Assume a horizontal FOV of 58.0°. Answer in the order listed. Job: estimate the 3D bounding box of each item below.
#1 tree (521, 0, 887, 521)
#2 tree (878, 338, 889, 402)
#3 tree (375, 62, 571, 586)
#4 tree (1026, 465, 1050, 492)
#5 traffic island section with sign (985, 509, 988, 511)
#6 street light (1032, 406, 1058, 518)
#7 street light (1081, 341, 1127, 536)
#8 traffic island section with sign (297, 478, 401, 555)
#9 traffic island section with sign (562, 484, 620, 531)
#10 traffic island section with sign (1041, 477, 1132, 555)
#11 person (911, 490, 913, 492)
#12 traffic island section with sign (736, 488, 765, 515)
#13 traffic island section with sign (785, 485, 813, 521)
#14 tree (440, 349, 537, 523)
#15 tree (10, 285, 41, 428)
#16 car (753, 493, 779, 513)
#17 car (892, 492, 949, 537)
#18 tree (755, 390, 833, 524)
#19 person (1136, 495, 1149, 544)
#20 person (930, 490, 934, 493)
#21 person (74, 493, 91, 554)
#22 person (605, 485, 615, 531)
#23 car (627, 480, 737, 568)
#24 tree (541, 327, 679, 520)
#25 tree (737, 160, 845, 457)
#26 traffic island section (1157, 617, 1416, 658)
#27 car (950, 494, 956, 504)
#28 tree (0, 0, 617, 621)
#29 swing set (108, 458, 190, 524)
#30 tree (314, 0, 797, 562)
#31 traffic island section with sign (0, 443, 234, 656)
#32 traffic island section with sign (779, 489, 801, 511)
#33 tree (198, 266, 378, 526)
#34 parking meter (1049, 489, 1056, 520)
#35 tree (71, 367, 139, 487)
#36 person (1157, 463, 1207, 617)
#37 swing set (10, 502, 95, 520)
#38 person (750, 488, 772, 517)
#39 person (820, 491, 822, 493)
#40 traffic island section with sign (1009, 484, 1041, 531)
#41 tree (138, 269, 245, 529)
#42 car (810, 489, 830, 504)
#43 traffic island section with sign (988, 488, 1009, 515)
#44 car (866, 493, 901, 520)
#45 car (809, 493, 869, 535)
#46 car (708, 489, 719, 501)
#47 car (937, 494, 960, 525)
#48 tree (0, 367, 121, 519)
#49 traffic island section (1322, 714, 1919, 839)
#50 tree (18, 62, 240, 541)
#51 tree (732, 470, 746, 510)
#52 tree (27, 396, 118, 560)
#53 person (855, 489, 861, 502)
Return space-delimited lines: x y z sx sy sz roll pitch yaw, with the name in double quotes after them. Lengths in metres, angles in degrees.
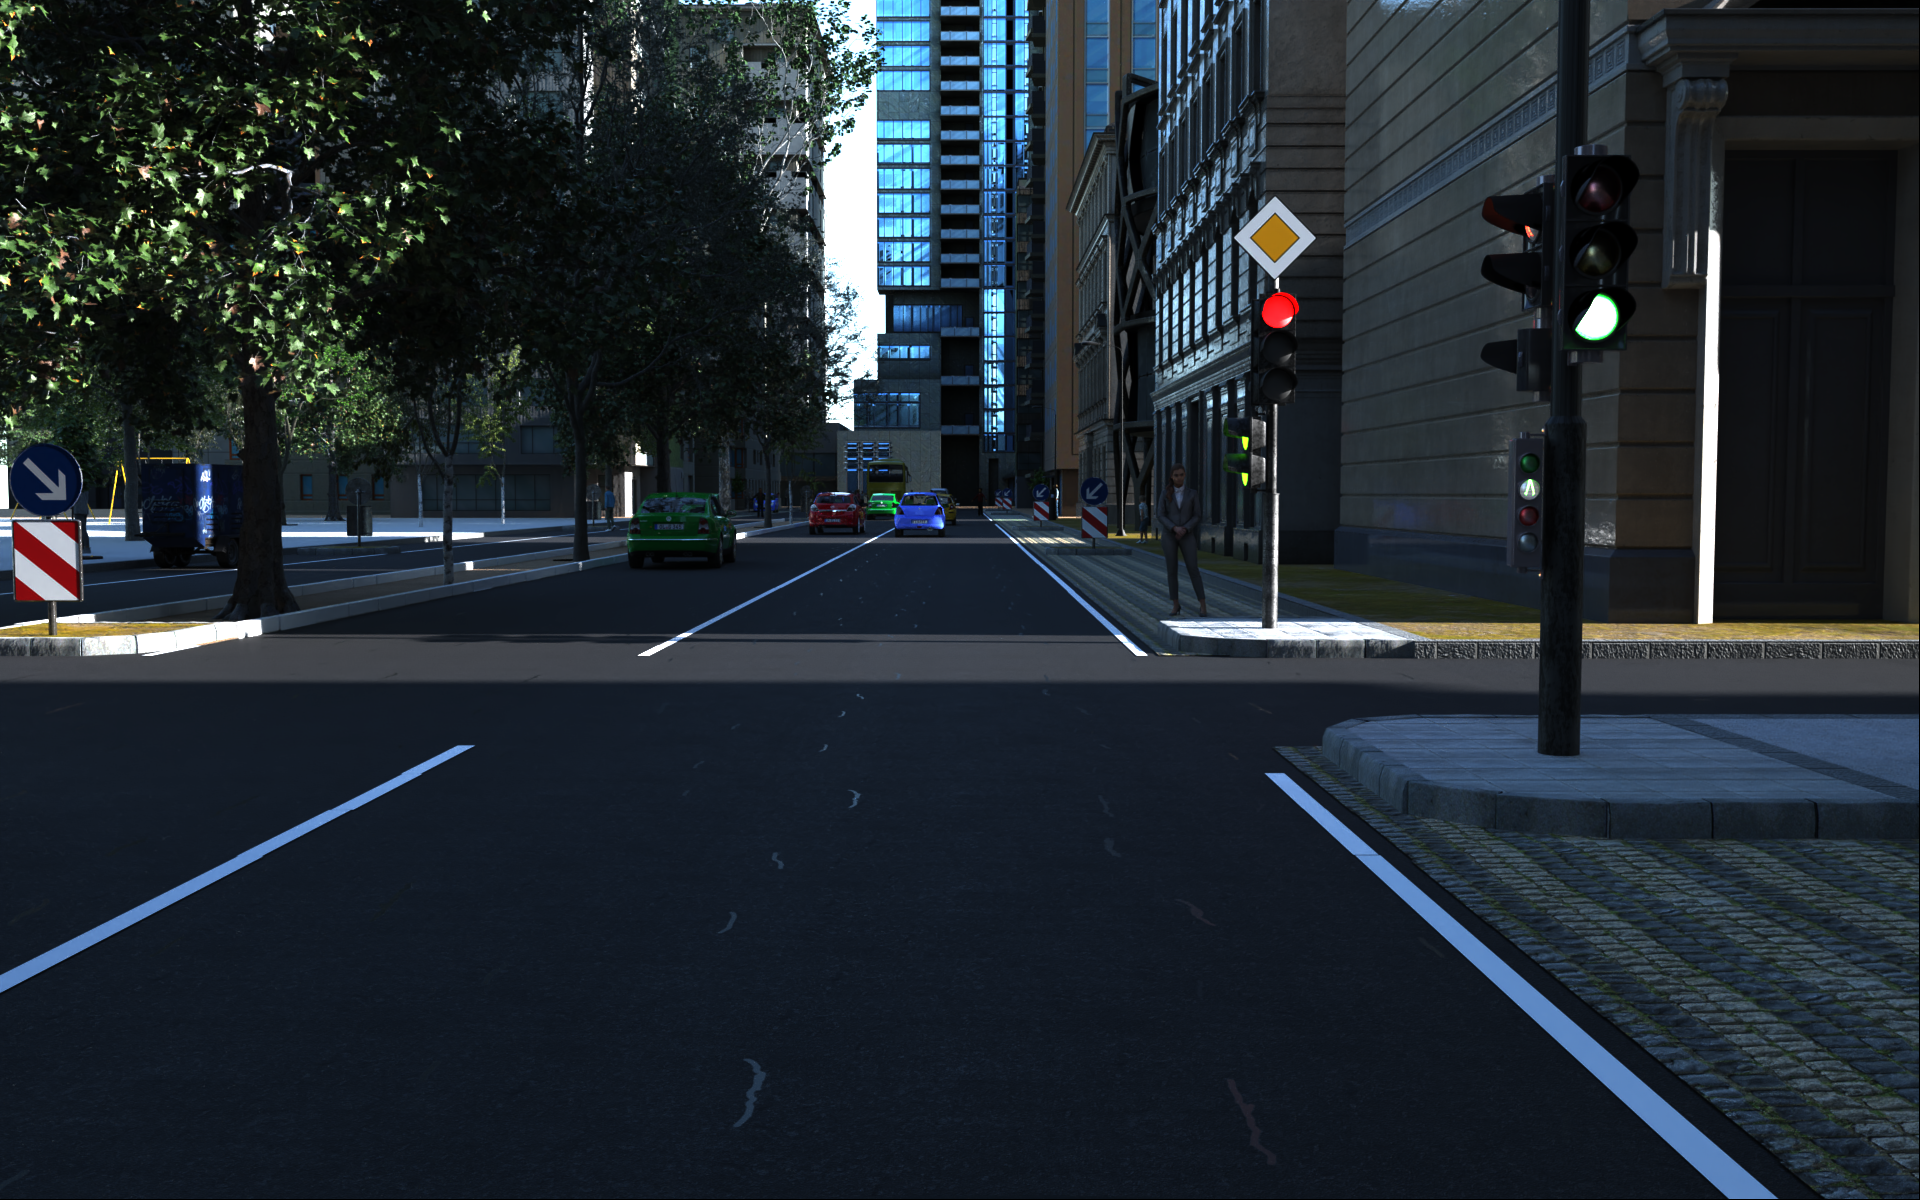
-9.178 -12.267 58.915 12.611 20.169 13.585 0 3 0 "tree"
-8.046 -9.758 72.367 12.009 13.543 11.850 0 3 0 "tree"
-7.965 -4.531 26.906 4.360 8.622 3.978 0 3 0 "tree"
5.124 -7.226 112.745 1.663 3.219 1.824 0 3 0 "tree"
3.129 -8.371 145.486 1.989 1.847 2.006 0 3 0 "traffic island section with sign"
4.491 -7.267 91.356 1.470 5.913 1.316 0 3 0 "street light"
4.387 -4.912 52.851 1.470 5.913 1.316 0 3 0 "street light"
-14.597 -2.018 41.625 1.989 1.847 2.006 0 3 0 "traffic island section with sign"
-14.570 -3.667 68.580 1.989 1.847 2.006 0 3 0 "traffic island section with sign"
3.027 -1.991 41.178 1.989 1.847 2.006 0 3 0 "traffic island section with sign"
-4.519 -9.379 161.815 1.348 1.831 0.705 1 4 16 "person"
-14.509 -6.766 119.254 1.989 1.847 2.006 0 3 0 "traffic island section with sign"
-8.157 -5.092 91.391 2.006 1.907 1.989 0 3 0 "traffic island section with sign"
-20.167 -7.642 75.312 4.737 8.622 4.395 0 3 0 "tree"
-22.349 -5.442 39.335 4.737 8.622 4.395 0 3 0 "tree"
-14.743 -7.467 131.671 1.945 1.707 3.694 0 4 -1 "car"
-1.344 -3.016 58.908 1.945 1.707 3.694 0 4 0 "car"
-7.995 -7.896 81.924 4.737 8.622 4.395 0 3 0 "tree"
4.729 -2.084 44.806 0.332 1.250 0.352 -1 4 -21 "person"
-1.867 -6.501 115.595 0.445 1.727 0.742 1 4 16 "person"
-19.049 -1.906 37.389 0.526 1.800 0.537 0 4 7 "person"
-13.503 -3.543 66.777 0.444 1.785 0.601 3 4 38 "person"
-5.549 -1.596 34.890 1.959 1.807 4.718 0 4 -1 "car"
-17.224 -10.253 85.764 7.486 12.596 7.792 0 3 0 "tree"
-8.106 -7.810 47.153 9.611 12.733 9.660 0 3 0 "tree"
2.986 0.349 16.579 2.009 0.180 2.903 0 3 0 "traffic island section"
-1.331 -9.407 164.022 2.015 1.641 3.980 0 4 0 "car"
-8.038 -6.131 19.710 9.611 12.733 9.660 0 3 0 "tree"
-34.896 -4.719 74.772 3.119 2.851 2.862 0 4 -6 "swing set"
-8.012 -7.548 36.238 12.009 13.543 11.850 0 3 0 "tree"
-8.230 -0.496 16.252 2.006 1.907 1.989 0 3 0 "traffic island section with sign"
-14.486 -8.431 146.468 1.989 1.847 2.006 0 3 0 "traffic island section with sign"
-27.640 -8.857 70.560 9.928 11.665 9.643 0 3 0 "tree"
4.532 -4.687 85.039 0.372 1.533 0.369 0 3 0 "parking meter"
-30.002 -6.908 63.305 4.360 8.622 3.978 0 3 0 "tree"
2.595 -0.699 20.209 0.520 1.790 0.573 -1 4 -11 "person"
-45.431 -5.456 86.827 2.862 2.851 3.119 0 4 -1 "swing set"
-12.330 -6.027 107.071 1.348 1.821 0.705 -1 4 -18 "person"
-11.888 -8.458 147.732 0.436 1.711 0.756 2 4 28 "person"
3.054 -3.639 68.133 1.989 1.847 2.006 0 3 0 "traffic island section with sign"
-23.245 -6.459 55.974 4.360 8.622 3.978 0 3 0 "tree"
-5.591 -4.029 75.459 1.945 1.707 3.694 0 4 0 "car"
3.101 -6.722 118.531 1.989 1.847 2.006 0 3 0 "traffic island section with sign"
-4.197 -5.355 96.347 1.959 1.807 4.718 0 4 2 "car"
-4.426 -3.289 62.817 2.155 1.783 4.494 0 4 1 "car"
-11.329 -4.158 76.787 1.959 1.807 4.718 0 4 0 "car"
-1.019 -4.315 80.768 2.015 1.641 3.980 0 4 0 "car"
-41.865 -10.548 79.117 9.857 13.997 8.962 0 3 0 "tree"
2.977 0.837 8.594 2.009 0.180 2.903 0 3 0 "traffic island section"
-22.642 -7.872 46.826 7.486 12.596 7.792 0 3 0 "tree"
-17.816 -8.749 137.641 1.663 3.219 1.824 0 3 0 "tree"
-17.405 -2.420 34.172 1.663 3.219 1.824 0 3 0 "tree"
-6.388 -6.169 110.089 0.721 1.743 1.217 0 4 2 "person"
